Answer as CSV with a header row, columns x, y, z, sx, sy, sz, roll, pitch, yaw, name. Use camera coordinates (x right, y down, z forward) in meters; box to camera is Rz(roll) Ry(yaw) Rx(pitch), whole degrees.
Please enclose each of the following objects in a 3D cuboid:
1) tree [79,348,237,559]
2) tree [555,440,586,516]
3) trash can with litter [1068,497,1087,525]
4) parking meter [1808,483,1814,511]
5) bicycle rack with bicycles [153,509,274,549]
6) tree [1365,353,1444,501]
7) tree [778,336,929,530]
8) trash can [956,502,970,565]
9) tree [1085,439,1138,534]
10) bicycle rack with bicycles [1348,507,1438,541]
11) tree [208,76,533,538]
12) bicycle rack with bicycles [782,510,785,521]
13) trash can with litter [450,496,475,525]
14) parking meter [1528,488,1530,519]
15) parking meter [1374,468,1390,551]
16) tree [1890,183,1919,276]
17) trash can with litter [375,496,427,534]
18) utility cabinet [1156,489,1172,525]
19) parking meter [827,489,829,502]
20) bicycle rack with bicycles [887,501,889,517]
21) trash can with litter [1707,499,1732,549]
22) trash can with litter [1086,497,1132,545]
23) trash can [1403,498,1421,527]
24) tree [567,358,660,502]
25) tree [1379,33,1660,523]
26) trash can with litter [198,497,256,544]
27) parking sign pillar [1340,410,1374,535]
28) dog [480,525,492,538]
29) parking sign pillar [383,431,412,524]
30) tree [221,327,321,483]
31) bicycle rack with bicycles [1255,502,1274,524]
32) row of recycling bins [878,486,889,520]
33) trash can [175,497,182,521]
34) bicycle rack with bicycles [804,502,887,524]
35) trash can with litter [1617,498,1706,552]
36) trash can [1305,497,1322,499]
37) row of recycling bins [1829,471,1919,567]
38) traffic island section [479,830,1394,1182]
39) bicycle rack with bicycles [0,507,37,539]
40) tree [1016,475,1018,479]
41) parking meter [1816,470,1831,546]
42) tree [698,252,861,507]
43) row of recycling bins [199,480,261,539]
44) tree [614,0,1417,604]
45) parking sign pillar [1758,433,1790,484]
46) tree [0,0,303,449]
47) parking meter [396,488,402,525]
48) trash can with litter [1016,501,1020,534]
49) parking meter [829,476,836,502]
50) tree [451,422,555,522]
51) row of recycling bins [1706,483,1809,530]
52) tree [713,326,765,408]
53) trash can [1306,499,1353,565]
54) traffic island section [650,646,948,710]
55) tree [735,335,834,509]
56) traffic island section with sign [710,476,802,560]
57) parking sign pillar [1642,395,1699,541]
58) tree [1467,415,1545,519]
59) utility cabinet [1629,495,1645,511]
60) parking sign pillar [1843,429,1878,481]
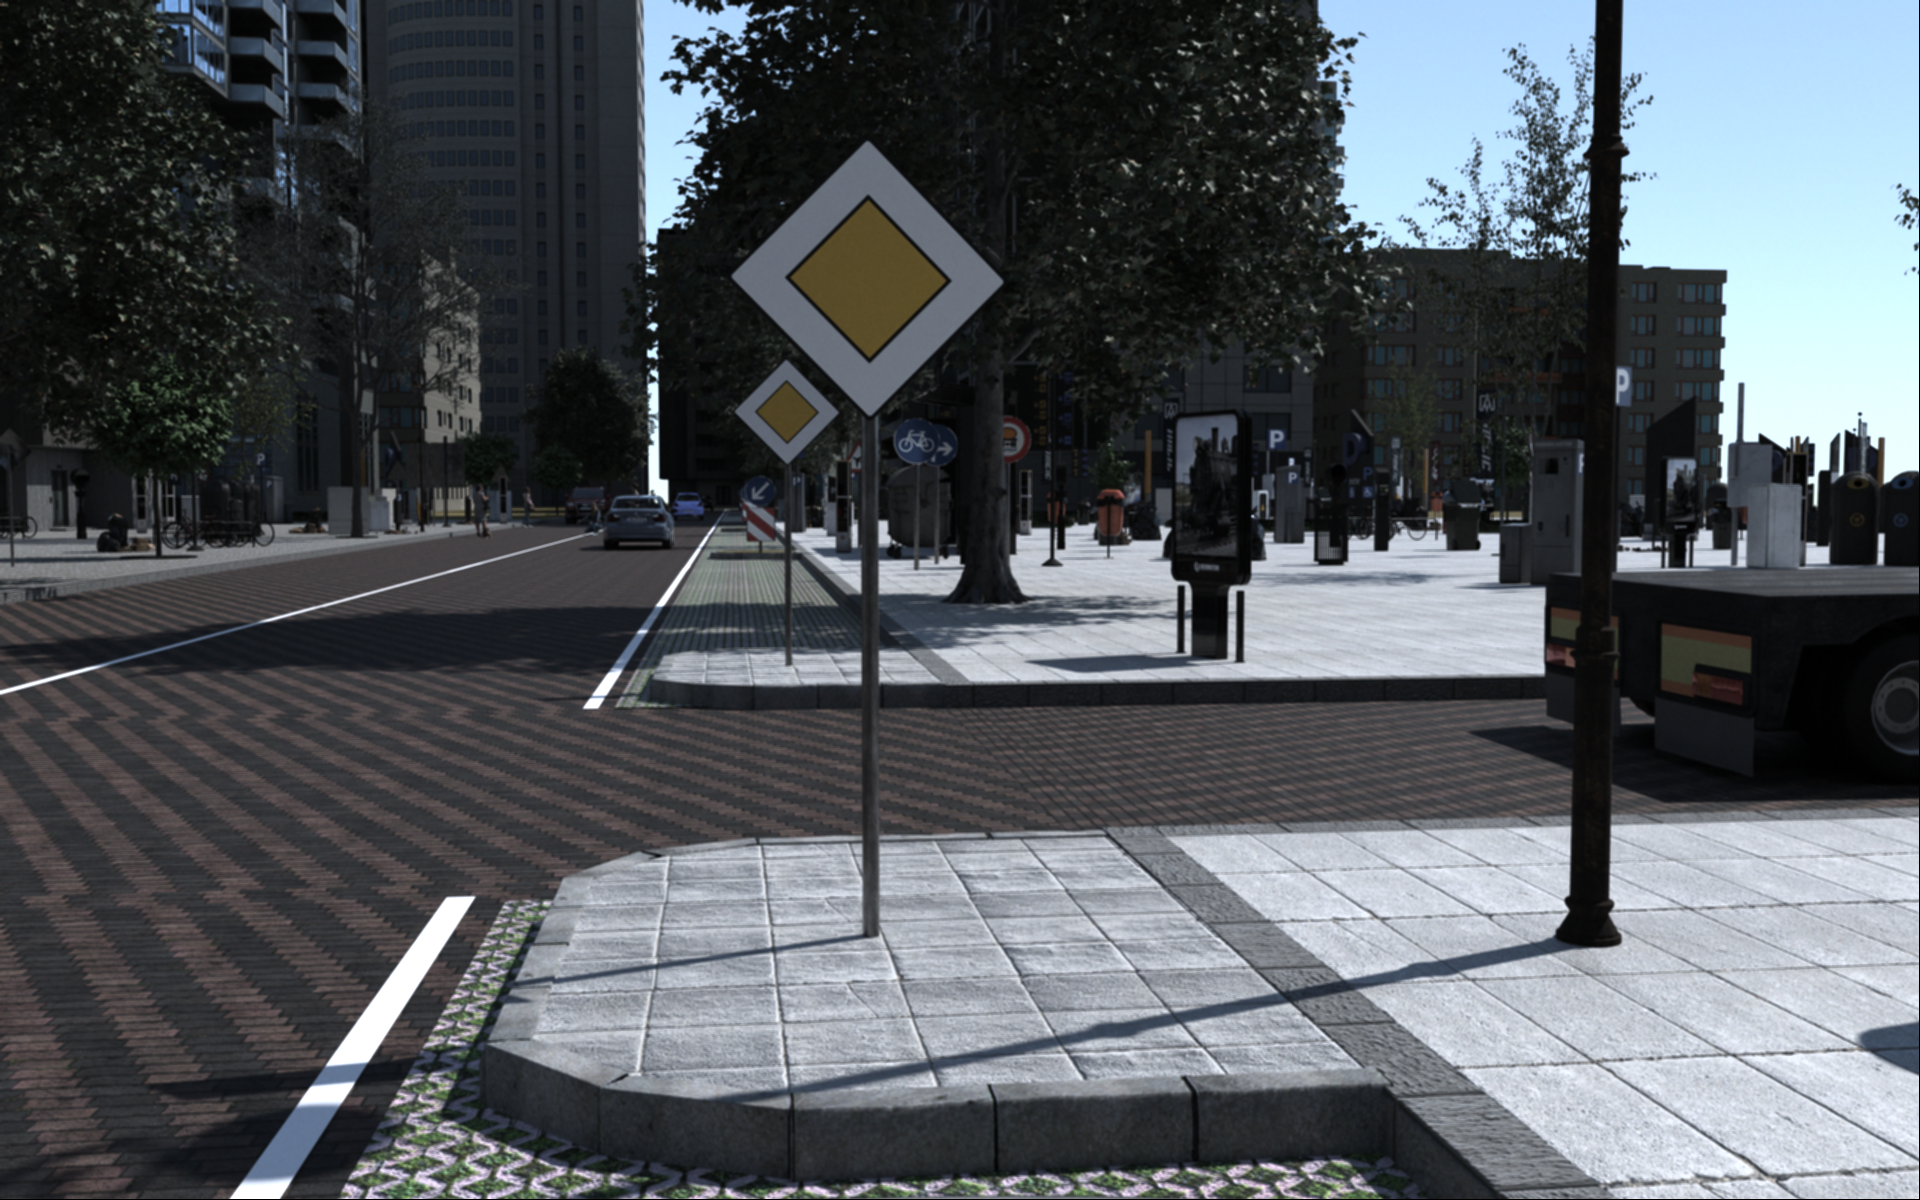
x,y,z,sx,sy,sz,roll,pitch,yaw,name
-16.089,-3.121,34.741,4.285,4.588,4.351,0,3,0,tree
-24.014,-7.326,103.499,4.285,4.588,4.351,0,3,0,tree
4.842,-3.663,71.284,1.055,1.170,0.624,1,4,10,trash can with litter
46.302,-5.427,94.442,0.399,1.863,0.255,1,4,10,parking meter
-18.113,-1.747,41.942,2.925,0.926,2.852,-3,5,-40,bicycle rack with bicycles
23.057,-8.493,89.231,4.737,8.622,4.395,0,3,0,tree
-2.987,-5.951,47.659,4.360,8.622,3.978,0,3,0,tree
0.306,-1.133,30.172,0.748,1.137,0.748,0,3,0,trash can
4.743,-3.682,54.802,1.663,3.219,1.824,0,3,0,tree
11.886,-2.157,48.641,2.925,0.926,2.852,-2,4,-28,bicycle rack with bicycles
-17.580,-8.567,50.439,12.009,13.543,11.850,0,3,0,tree
-6.612,-3.975,78.374,2.925,0.926,2.852,-1,4,-16,bicycle rack with bicycles
-20.872,-3.829,73.662,1.678,1.210,2.233,-2,4,-24,trash can with litter
22.782,-3.700,68.904,0.372,1.533,0.369,0,3,0,parking meter
9.527,-2.043,39.117,0.255,1.863,0.399,0,4,1,parking meter
20.803,-5.020,32.434,4.737,8.622,4.395,0,3,0,tree
-18.105,-2.764,56.251,1.678,1.210,2.233,-1,4,-11,trash can with litter
8.494,-3.746,69.929,1.173,1.500,0.318,1,4,10,utility cabinet
-6.371,-4.619,83.938,0.372,1.533,0.369,0,3,0,parking meter
-3.180,-4.296,83.614,2.852,0.926,2.925,1,4,9,bicycle rack with bicycles
17.793,-1.776,40.425,0.624,1.170,1.055,2,4,27,trash can with litter
3.801,-1.955,43.349,0.624,1.170,1.055,3,5,43,trash can with litter
17.807,-3.462,68.253,0.748,1.137,0.748,0,3,0,trash can
-32.142,-15.385,158.191,9.857,13.997,8.962,0,3,0,tree
9.224,-4.754,28.096,4.360,8.622,3.978,0,3,0,tree
-19.394,-2.114,45.624,1.678,1.210,2.233,1,4,11,trash can with litter
12.556,-4.048,54.652,1.447,3.967,1.447,-1,4,-16,parking sign pillar
-15.608,-2.240,56.818,0.550,0.427,0.748,1,4,11,dog
-24.016,-5.196,73.419,1.447,3.967,1.447,-2,4,-33,parking sign pillar
-26.849,-7.067,65.911,4.737,8.622,4.395,0,3,0,tree
8.188,-2.519,54.570,2.925,0.926,2.852,-1,4,-23,bicycle rack with bicycles
-3.174,-4.909,87.372,1.069,1.692,3.534,2,4,25,row of recycling bins
-35.364,-4.109,78.831,0.748,1.137,0.748,0,3,0,trash can
-5.279,-3.706,73.975,2.925,0.926,2.852,3,4,38,bicycle rack with bicycles
15.383,-1.701,38.870,2.233,1.210,1.678,-1,4,-11,trash can with litter
15.562,-3.956,76.340,0.748,1.137,0.748,0,3,0,trash can
17.159,-1.432,30.533,1.069,1.692,3.534,-3,4,-37,row of recycling bins
-0.239,1.054,5.050,2.009,0.180,2.903,0,4,-7,traffic island section
-27.846,-2.204,49.412,2.852,0.926,2.925,3,4,36,bicycle rack with bicycles
1.632,-4.766,72.518,1.663,3.219,1.824,0,3,0,tree
21.259,-2.258,42.622,0.255,1.863,0.399,1,4,21,parking meter
-7.719,-10.691,81.452,9.857,13.997,8.962,0,3,0,tree
-21.310,-2.667,50.725,1.069,1.692,3.534,0,4,-5,row of recycling bins
0.439,-6.314,20.237,9.611,12.733,9.660,0,3,0,tree
35.479,-5.334,75.690,1.447,3.967,1.447,-3,5,-42,parking sign pillar
-14.189,-6.528,23.741,9.611,12.733,9.660,0,3,0,tree
-23.203,-3.851,71.376,0.372,1.533,0.369,0,3,0,parking meter
1.758,-2.704,55.592,1.055,1.170,0.624,2,4,32,trash can with litter
-4.010,-3.061,55.763,0.399,1.863,0.255,1,4,18,parking meter
-21.826,-5.844,79.261,4.285,4.588,4.351,0,3,0,tree
28.485,-3.354,61.953,3.534,1.692,1.069,0,4,-1,row of recycling bins
-17.400,-18.933,165.446,12.611,20.169,13.585,0,3,0,tree
6.729,-1.207,31.380,0.748,1.137,0.748,0,3,0,trash can
-1.261,0.570,12.969,2.009,0.180,2.903,0,4,-7,traffic island section
-10.080,-11.423,104.894,7.486,12.596,7.792,0,3,0,tree
-4.549,-1.826,38.475,1.989,1.847,2.006,0,4,-7,traffic island section with sign
19.614,-3.624,47.721,1.447,3.967,1.447,3,5,40,parking sign pillar
22.605,-5.380,71.677,4.285,4.588,4.351,0,3,0,tree
36.305,-4.977,92.528,1.020,1.237,0.306,2,4,26,utility cabinet
37.452,-5.105,71.937,1.447,3.967,1.447,1,4,11,parking sign pillar
